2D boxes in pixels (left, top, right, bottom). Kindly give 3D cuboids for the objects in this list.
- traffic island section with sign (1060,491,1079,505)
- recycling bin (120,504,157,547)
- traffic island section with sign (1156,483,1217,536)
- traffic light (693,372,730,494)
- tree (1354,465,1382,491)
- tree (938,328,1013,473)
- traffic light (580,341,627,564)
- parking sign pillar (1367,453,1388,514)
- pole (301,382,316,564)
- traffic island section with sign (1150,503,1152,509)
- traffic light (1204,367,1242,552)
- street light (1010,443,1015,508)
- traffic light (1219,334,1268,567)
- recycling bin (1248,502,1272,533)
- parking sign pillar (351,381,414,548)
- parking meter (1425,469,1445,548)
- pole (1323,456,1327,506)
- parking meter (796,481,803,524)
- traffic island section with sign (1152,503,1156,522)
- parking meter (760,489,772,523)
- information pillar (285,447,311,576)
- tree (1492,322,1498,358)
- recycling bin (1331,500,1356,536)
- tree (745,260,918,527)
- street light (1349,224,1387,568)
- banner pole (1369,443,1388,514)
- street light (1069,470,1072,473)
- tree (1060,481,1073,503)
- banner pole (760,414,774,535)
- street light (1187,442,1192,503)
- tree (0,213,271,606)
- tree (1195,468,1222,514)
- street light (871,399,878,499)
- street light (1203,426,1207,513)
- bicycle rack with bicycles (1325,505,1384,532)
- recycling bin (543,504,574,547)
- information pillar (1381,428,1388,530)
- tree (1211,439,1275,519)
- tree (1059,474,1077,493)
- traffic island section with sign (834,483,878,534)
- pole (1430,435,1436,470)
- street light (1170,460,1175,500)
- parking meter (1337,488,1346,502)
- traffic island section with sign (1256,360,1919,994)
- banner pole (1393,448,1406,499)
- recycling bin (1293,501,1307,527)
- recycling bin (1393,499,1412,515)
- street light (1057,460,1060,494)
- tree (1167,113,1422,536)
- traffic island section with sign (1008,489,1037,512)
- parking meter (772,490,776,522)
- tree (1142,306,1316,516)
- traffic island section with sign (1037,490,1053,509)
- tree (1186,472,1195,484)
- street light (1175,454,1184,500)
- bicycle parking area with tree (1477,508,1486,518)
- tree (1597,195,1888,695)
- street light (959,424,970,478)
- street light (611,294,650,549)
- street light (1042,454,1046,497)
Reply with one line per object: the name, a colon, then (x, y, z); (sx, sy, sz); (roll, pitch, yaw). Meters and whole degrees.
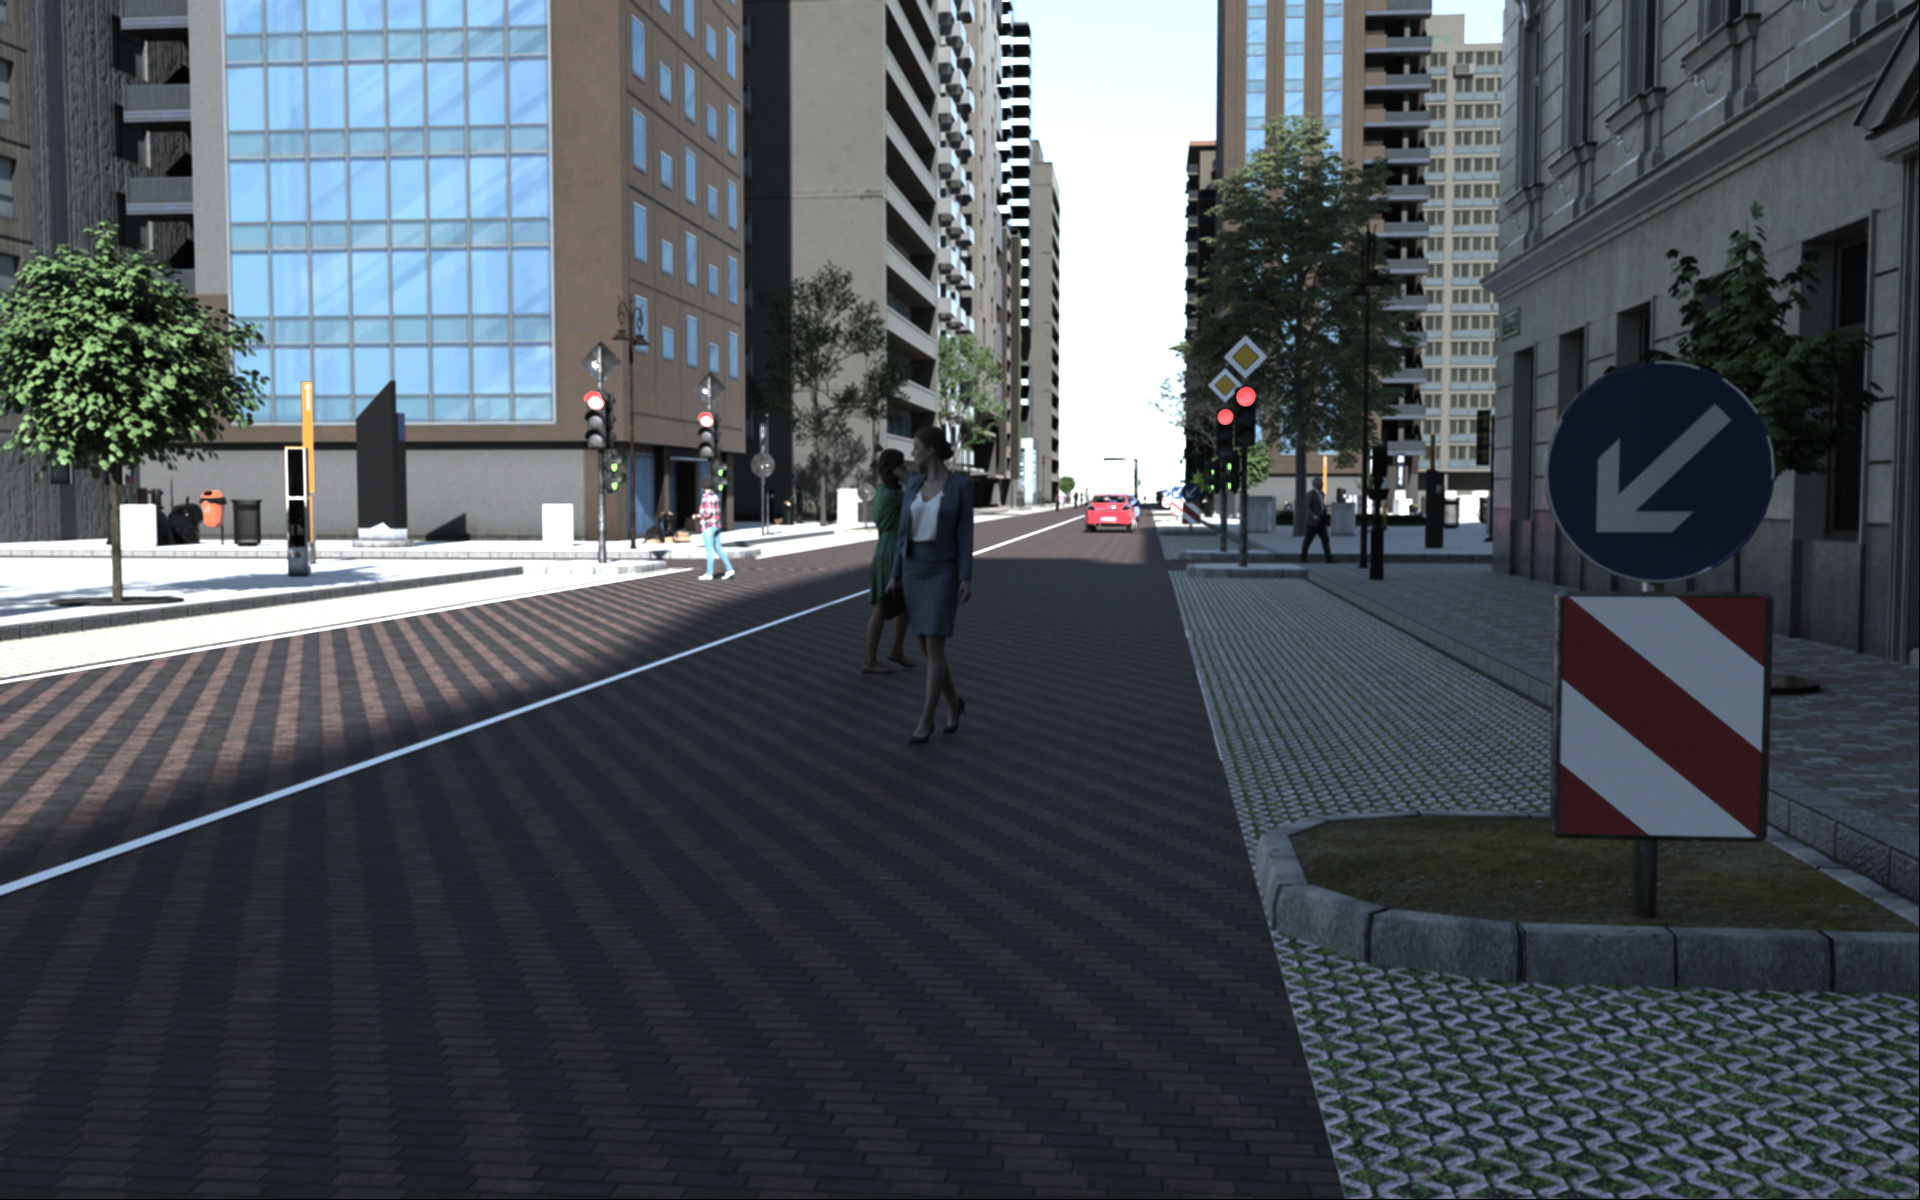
traffic island section with sign: (13.745, -12.957, 220.470); (1.989, 1.847, 2.006); (0, 4, 6)
recycling bin: (-20.073, -1.821, 42.319); (0.722, 1.027, 0.722); (-2, 4, -34)
traffic island section with sign: (7.906, -3.154, 60.196); (1.989, 1.847, 2.006); (0, 4, 6)
traffic light: (-5.727, -3.111, 39.794); (0.839, 4.253, 0.868); (0, 4, 6)
tree: (21.798, -5.899, 91.044); (1.663, 3.219, 1.824); (0, 3, 0)
tree: (-0.580, -11.040, 106.267); (9.928, 11.665, 9.643); (0, 3, 0)
traffic light: (-6.585, -2.626, 31.855); (0.839, 4.253, 0.868); (0, 4, 6)
parking sign pillar: (24.647, -6.982, 102.635); (1.447, 3.967, 1.447); (1, 4, 22)
pole: (-11.870, -2.307, 31.557); (0.158, 3.312, 0.155); (0, 3, 0)
traffic island section with sign: (16.337, -7.924, 138.185); (1.989, 1.847, 2.006); (0, 4, 6)
traffic light: (5.868, -3.036, 38.561); (0.839, 4.253, 0.868); (0, 4, 6)
street light: (4.623, -11.086, 154.038); (0.468, 5.910, 1.993); (0, 4, 6)
traffic light: (5.010, -2.551, 30.622); (0.839, 4.253, 0.868); (0, 4, 6)
recycling bin: (9.937, -2.748, 57.477); (0.722, 1.027, 0.722); (1, 4, 20)
parking sign pillar: (-13.927, -3.255, 41.687); (1.447, 3.967, 1.447); (2, 4, 33)
parking meter: (11.313, -2.174, 41.249); (0.399, 1.863, 0.255); (-2, 4, -31)
pole: (19.777, -6.118, 93.874); (0.158, 3.312, 0.155); (0, 3, 0)
parking meter: (-6.963, -4.245, 75.116); (0.255, 1.863, 0.399); (0, 4, 0)
traffic island section with sign: (10.873, -4.832, 87.628); (1.989, 1.847, 2.006); (0, 4, 6)
parking meter: (-8.715, -4.191, 76.938); (0.372, 1.533, 0.369); (0, 3, 0)
information pillar: (-10.336, -1.380, 27.050); (0.304, 2.012, 0.304); (-1, 4, -11)
tree: (20.569, -6.746, 60.655); (4.737, 8.622, 4.395); (0, 3, 0)
recycling bin: (11.916, -2.525, 53.837); (0.722, 1.027, 0.722); (1, 4, 16)
tree: (-5.192, -8.182, 68.185); (8.767, 10.594, 7.601); (2, 4, 32)
street light: (7.027, -3.498, 29.986); (0.468, 5.910, 1.993); (0, 4, 6)
banner pole: (18.142, -5.206, 75.135); (0.863, 3.779, 0.401); (-1, 4, -9)
street light: (17.494, -18.369, 273.119); (0.468, 5.910, 1.993); (0, 4, 6)
tree: (15.603, -16.069, 257.333); (1.663, 3.219, 1.824); (0, 3, 0)
banner pole: (-6.052, -3.894, 53.689); (0.401, 3.779, 0.863); (1, 4, 15)
street light: (20.150, -10.966, 152.086); (0.468, 5.910, 1.993); (0, 4, 6)
tree: (-10.052, -2.242, 20.365); (4.285, 4.588, 4.351); (0, 3, 0)
tree: (16.416, -7.169, 111.811); (1.663, 3.219, 1.824); (0, 3, 0)
street light: (-3.819, -6.366, 76.877); (0.468, 5.910, 1.993); (0, 4, 6)
street light: (16.303, -8.726, 115.457); (0.468, 5.910, 1.993); (0, 4, 6)
bicycle rack with bicycles: (12.872, -2.769, 58.660); (2.925, 0.926, 2.852); (-3, 5, -39)
recycling bin: (-9.884, -1.839, 42.629); (0.722, 1.027, 0.722); (-1, 4, -11)
information pillar: (15.178, -4.317, 61.934); (0.183, 3.616, 0.504); (0, 4, 3)
tree: (14.641, -6.483, 89.710); (4.285, 4.588, 4.351); (0, 3, 0)
tree: (16.463, -17.400, 268.202); (4.285, 4.588, 4.351); (0, 3, 0)
traffic island section with sign: (-3.376, -3.266, 62.027); (1.989, 1.847, 2.006); (0, 4, 6)
pole: (16.223, -4.012, 59.439); (0.158, 3.312, 0.155); (0, 3, 0)
street light: (28.997, -15.997, 234.331); (0.468, 5.910, 1.993); (0, 4, 6)
parking meter: (16.431, -4.052, 74.656); (0.372, 1.533, 0.369); (0, 3, 0)
traffic island section with sign: (2.057, 0.164, 5.945); (1.989, 1.847, 2.006); (0, 4, 6)
banner pole: (23.627, -6.327, 93.460); (0.863, 3.779, 0.401); (-1, 4, -12)
recycling bin: (13.357, -3.353, 67.377); (0.722, 1.027, 0.722); (1, 4, 13)
recycling bin: (22.576, -4.638, 88.383); (0.722, 1.027, 0.722); (-1, 4, -16)
street light: (13.417, -16.119, 236.326); (0.468, 5.910, 1.993); (0, 4, 6)
tree: (10.148, -8.231, 52.706); (7.486, 12.596, 7.792); (0, 3, 0)
traffic island section with sign: (4.907, -7.952, 138.642); (1.989, 1.847, 2.006); (0, 4, 6)
parking meter: (-8.390, -4.215, 77.327); (0.372, 1.533, 0.369); (0, 3, 0)
tree: (16.096, -11.742, 102.357); (12.009, 13.543, 11.850); (0, 3, 0)
traffic island section with sign: (7.849, -9.613, 165.804); (1.989, 1.847, 2.006); (0, 4, 6)
tree: (17.439, -8.144, 127.755); (1.663, 3.219, 1.824); (0, 3, 0)
street light: (25.136, -13.752, 197.625); (0.468, 5.910, 1.993); (0, 4, 6)
bicycle parking area with tree: (28.478, -5.738, 80.822); (9.016, 4.147, 8.231); (2, 4, 24)
tree: (5.146, -1.022, 11.319); (1.663, 3.219, 1.824); (0, 3, 0)
street light: (0.175, -8.606, 113.490); (0.468, 5.910, 1.993); (0, 4, 6)
street light: (-7.625, -4.126, 40.244); (0.468, 5.910, 1.993); (0, 4, 6)
street light: (9.633, -13.878, 199.690); (0.468, 5.910, 1.993); (0, 4, 6)
